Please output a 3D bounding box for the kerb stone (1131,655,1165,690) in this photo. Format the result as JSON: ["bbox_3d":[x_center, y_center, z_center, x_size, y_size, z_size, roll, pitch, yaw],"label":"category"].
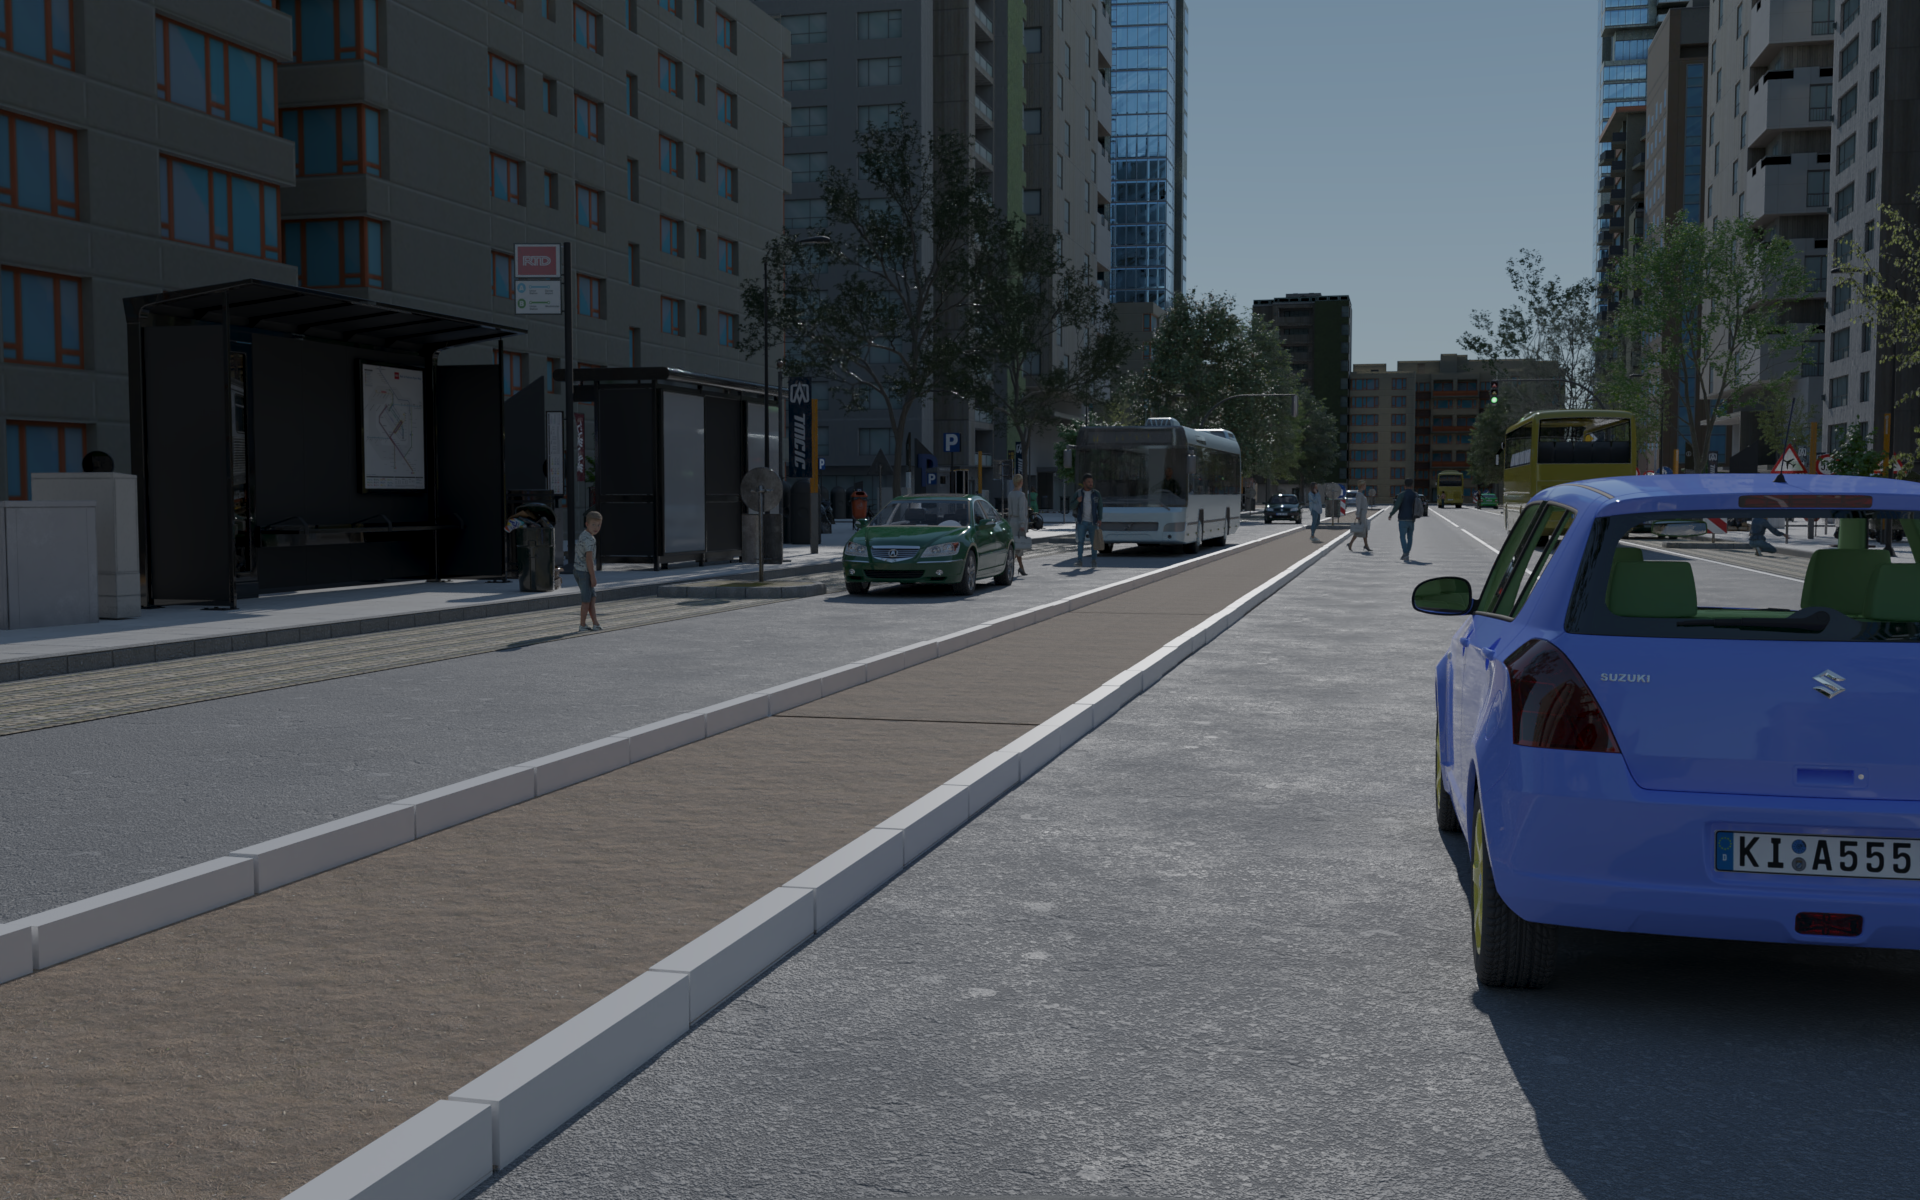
[{"bbox_3d":[1.398,0.557,13.086,0.120,0.150,1.000,1,4,14],"label":"kerb stone"}]

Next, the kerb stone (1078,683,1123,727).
[{"bbox_3d":[0.887,0.681,11.107,0.120,0.150,1.000,1,4,14],"label":"kerb stone"}]

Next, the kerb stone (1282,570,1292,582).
[{"bbox_3d":[5.232,-0.353,27.974,0.120,0.150,1.000,1,4,14],"label":"kerb stone"}]

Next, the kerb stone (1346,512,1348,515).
[{"bbox_3d":[25.360,-5.637,114.381,0.120,0.150,1.000,1,4,14],"label":"kerb stone"}]

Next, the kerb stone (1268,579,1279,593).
[{"bbox_3d":[4.467,-0.171,24.998,0.120,0.150,1.000,1,4,14],"label":"kerb stone"}]

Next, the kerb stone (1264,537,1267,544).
[{"bbox_3d":[8.571,-1.660,49.339,0.120,0.150,1.000,1,4,14],"label":"kerb stone"}]

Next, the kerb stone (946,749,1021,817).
[{"bbox_3d":[0.108,0.860,8.131,0.120,0.150,1.000,1,4,14],"label":"kerb stone"}]

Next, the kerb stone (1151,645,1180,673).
[{"bbox_3d":[1.644,0.501,14.078,0.120,0.150,1.000,1,4,14],"label":"kerb stone"}]

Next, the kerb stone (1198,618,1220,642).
[{"bbox_3d":[2.421,0.314,17.059,0.120,0.150,1.000,1,4,14],"label":"kerb stone"}]

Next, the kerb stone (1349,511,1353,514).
[{"bbox_3d":[28.426,-6.366,126.280,0.120,0.150,1.000,1,4,14],"label":"kerb stone"}]

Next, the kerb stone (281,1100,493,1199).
[{"bbox_3d":[-1.167,1.163,3.174,0.120,0.150,1.000,1,4,14],"label":"kerb stone"}]

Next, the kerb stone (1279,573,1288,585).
[{"bbox_3d":[4.978,-0.291,26.984,0.120,0.150,1.000,1,4,14],"label":"kerb stone"}]

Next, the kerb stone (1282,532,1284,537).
[{"bbox_3d":[10.361,-2.085,56.277,0.120,0.150,1.000,1,4,14],"label":"kerb stone"}]

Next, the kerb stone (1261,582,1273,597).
[{"bbox_3d":[4.210,-0.110,24.009,0.120,0.150,1.000,1,4,14],"label":"kerb stone"}]

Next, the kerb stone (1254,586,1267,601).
[{"bbox_3d":[3.950,-0.050,23.020,0.120,0.150,1.000,1,4,14],"label":"kerb stone"}]

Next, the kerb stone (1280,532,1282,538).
[{"bbox_3d":[10.109,-2.022,55.287,0.120,0.150,1.000,1,4,14],"label":"kerb stone"}]

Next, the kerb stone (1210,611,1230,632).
[{"bbox_3d":[2.673,0.253,18.052,0.120,0.150,1.000,1,4,14],"label":"kerb stone"}]

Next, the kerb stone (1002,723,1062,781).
[{"bbox_3d":[0.370,0.802,9.119,0.120,0.150,1.000,1,4,14],"label":"kerb stone"}]

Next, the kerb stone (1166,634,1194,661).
[{"bbox_3d":[1.898,0.435,15.083,0.120,0.150,1.000,1,4,14],"label":"kerb stone"}]

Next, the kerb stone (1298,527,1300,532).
[{"bbox_3d":[12.414,-2.570,64.216,0.120,0.150,1.000,1,4,14],"label":"kerb stone"}]

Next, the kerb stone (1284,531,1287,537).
[{"bbox_3d":[10.618,-2.145,57.269,0.120,0.150,1.000,1,4,14],"label":"kerb stone"}]

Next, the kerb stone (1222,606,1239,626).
[{"bbox_3d":[2.934,0.196,19.041,0.120,0.150,1.000,1,4,14],"label":"kerb stone"}]

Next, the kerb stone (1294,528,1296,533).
[{"bbox_3d":[11.900,-2.449,62.236,0.120,0.150,1.000,1,4,14],"label":"kerb stone"}]

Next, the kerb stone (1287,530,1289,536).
[{"bbox_3d":[10.879,-2.206,58.257,0.120,0.150,1.000,1,4,14],"label":"kerb stone"}]

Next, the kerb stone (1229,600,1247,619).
[{"bbox_3d":[3.186,0.132,20.032,0.120,0.150,1.000,1,4,14],"label":"kerb stone"}]

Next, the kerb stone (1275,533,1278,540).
[{"bbox_3d":[9.598,-1.903,53.305,0.120,0.150,1.000,1,4,14],"label":"kerb stone"}]

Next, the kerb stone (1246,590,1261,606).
[{"bbox_3d":[3.695,0.010,22.030,0.120,0.150,1.000,1,4,14],"label":"kerb stone"}]

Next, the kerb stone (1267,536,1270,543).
[{"bbox_3d":[8.833,-1.721,50.330,0.120,0.150,1.000,1,4,14],"label":"kerb stone"}]

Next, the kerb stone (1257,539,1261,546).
[{"bbox_3d":[8.054,-1.537,47.357,0.120,0.150,1.000,1,4,14],"label":"kerb stone"}]

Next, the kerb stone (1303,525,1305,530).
[{"bbox_3d":[13.180,-2.747,67.192,0.120,0.150,1.000,1,4,14],"label":"kerb stone"}]

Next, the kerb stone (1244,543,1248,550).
[{"bbox_3d":[7.040,-1.296,43.390,0.120,0.150,1.000,1,4,14],"label":"kerb stone"}]

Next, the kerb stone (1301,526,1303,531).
[{"bbox_3d":[12.927,-2.688,66.201,0.120,0.150,1.000,1,4,14],"label":"kerb stone"}]

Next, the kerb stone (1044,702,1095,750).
[{"bbox_3d":[0.624,0.743,10.114,0.120,0.150,1.000,1,4,14],"label":"kerb stone"}]

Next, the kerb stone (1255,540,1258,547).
[{"bbox_3d":[7.802,-1.478,46.362,0.120,0.150,1.000,1,4,14],"label":"kerb stone"}]

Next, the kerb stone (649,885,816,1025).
[{"bbox_3d":[-0.659,1.042,5.155,0.120,0.150,1.000,1,4,14],"label":"kerb stone"}]

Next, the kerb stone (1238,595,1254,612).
[{"bbox_3d":[3.438,0.071,21.029,0.120,0.150,1.000,1,4,14],"label":"kerb stone"}]

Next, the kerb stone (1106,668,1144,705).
[{"bbox_3d":[1.135,0.618,12.098,0.120,0.150,1.000,1,4,14],"label":"kerb stone"}]

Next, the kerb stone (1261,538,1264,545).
[{"bbox_3d":[8.321,-1.587,48.344,0.120,0.150,1.000,1,4,14],"label":"kerb stone"}]

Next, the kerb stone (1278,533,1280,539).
[{"bbox_3d":[9.850,-1.963,54.298,0.120,0.150,1.000,1,4,14],"label":"kerb stone"}]

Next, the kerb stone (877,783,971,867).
[{"bbox_3d":[-0.146,0.921,7.141,0.120,0.150,1.000,1,4,14],"label":"kerb stone"}]

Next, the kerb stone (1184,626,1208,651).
[{"bbox_3d":[2.159,0.375,16.071,0.120,0.150,1.000,1,4,14],"label":"kerb stone"}]

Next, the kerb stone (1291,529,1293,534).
[{"bbox_3d":[11.387,-2.318,60.250,0.120,0.150,1.000,1,4,14],"label":"kerb stone"}]

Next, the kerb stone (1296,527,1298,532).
[{"bbox_3d":[12.161,-2.509,63.225,0.120,0.150,1.000,1,4,14],"label":"kerb stone"}]

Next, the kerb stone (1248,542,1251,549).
[{"bbox_3d":[7.299,-1.357,44.379,0.120,0.150,1.000,1,4,14],"label":"kerb stone"}]

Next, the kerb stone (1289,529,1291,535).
[{"bbox_3d":[11.133,-2.267,59.254,0.120,0.150,1.000,1,4,14],"label":"kerb stone"}]

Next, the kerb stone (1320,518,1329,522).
[{"bbox_3d":[18.436,-4.000,87.597,0.120,0.150,1.000,1,4,14],"label":"kerb stone"}]

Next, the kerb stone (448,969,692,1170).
[{"bbox_3d":[-0.907,1.103,4.162,0.120,0.150,1.000,1,4,14],"label":"kerb stone"}]

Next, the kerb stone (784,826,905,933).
[{"bbox_3d":[-0.401,0.982,6.144,0.120,0.150,1.000,1,4,14],"label":"kerb stone"}]

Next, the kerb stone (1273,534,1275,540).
[{"bbox_3d":[9.338,-1.842,52.311,0.120,0.150,1.000,1,4,14],"label":"kerb stone"}]

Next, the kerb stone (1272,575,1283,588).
[{"bbox_3d":[4.719,-0.232,25.995,0.120,0.150,1.000,1,4,14],"label":"kerb stone"}]

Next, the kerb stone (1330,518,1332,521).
[{"bbox_3d":[19.220,-4.181,90.566,0.120,0.150,1.000,1,4,14],"label":"kerb stone"}]

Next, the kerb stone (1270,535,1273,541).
[{"bbox_3d":[9.090,-1.779,51.319,0.120,0.150,1.000,1,4,14],"label":"kerb stone"}]

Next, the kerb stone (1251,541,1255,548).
[{"bbox_3d":[7.552,-1.417,45.370,0.120,0.150,1.000,1,4,14],"label":"kerb stone"}]
